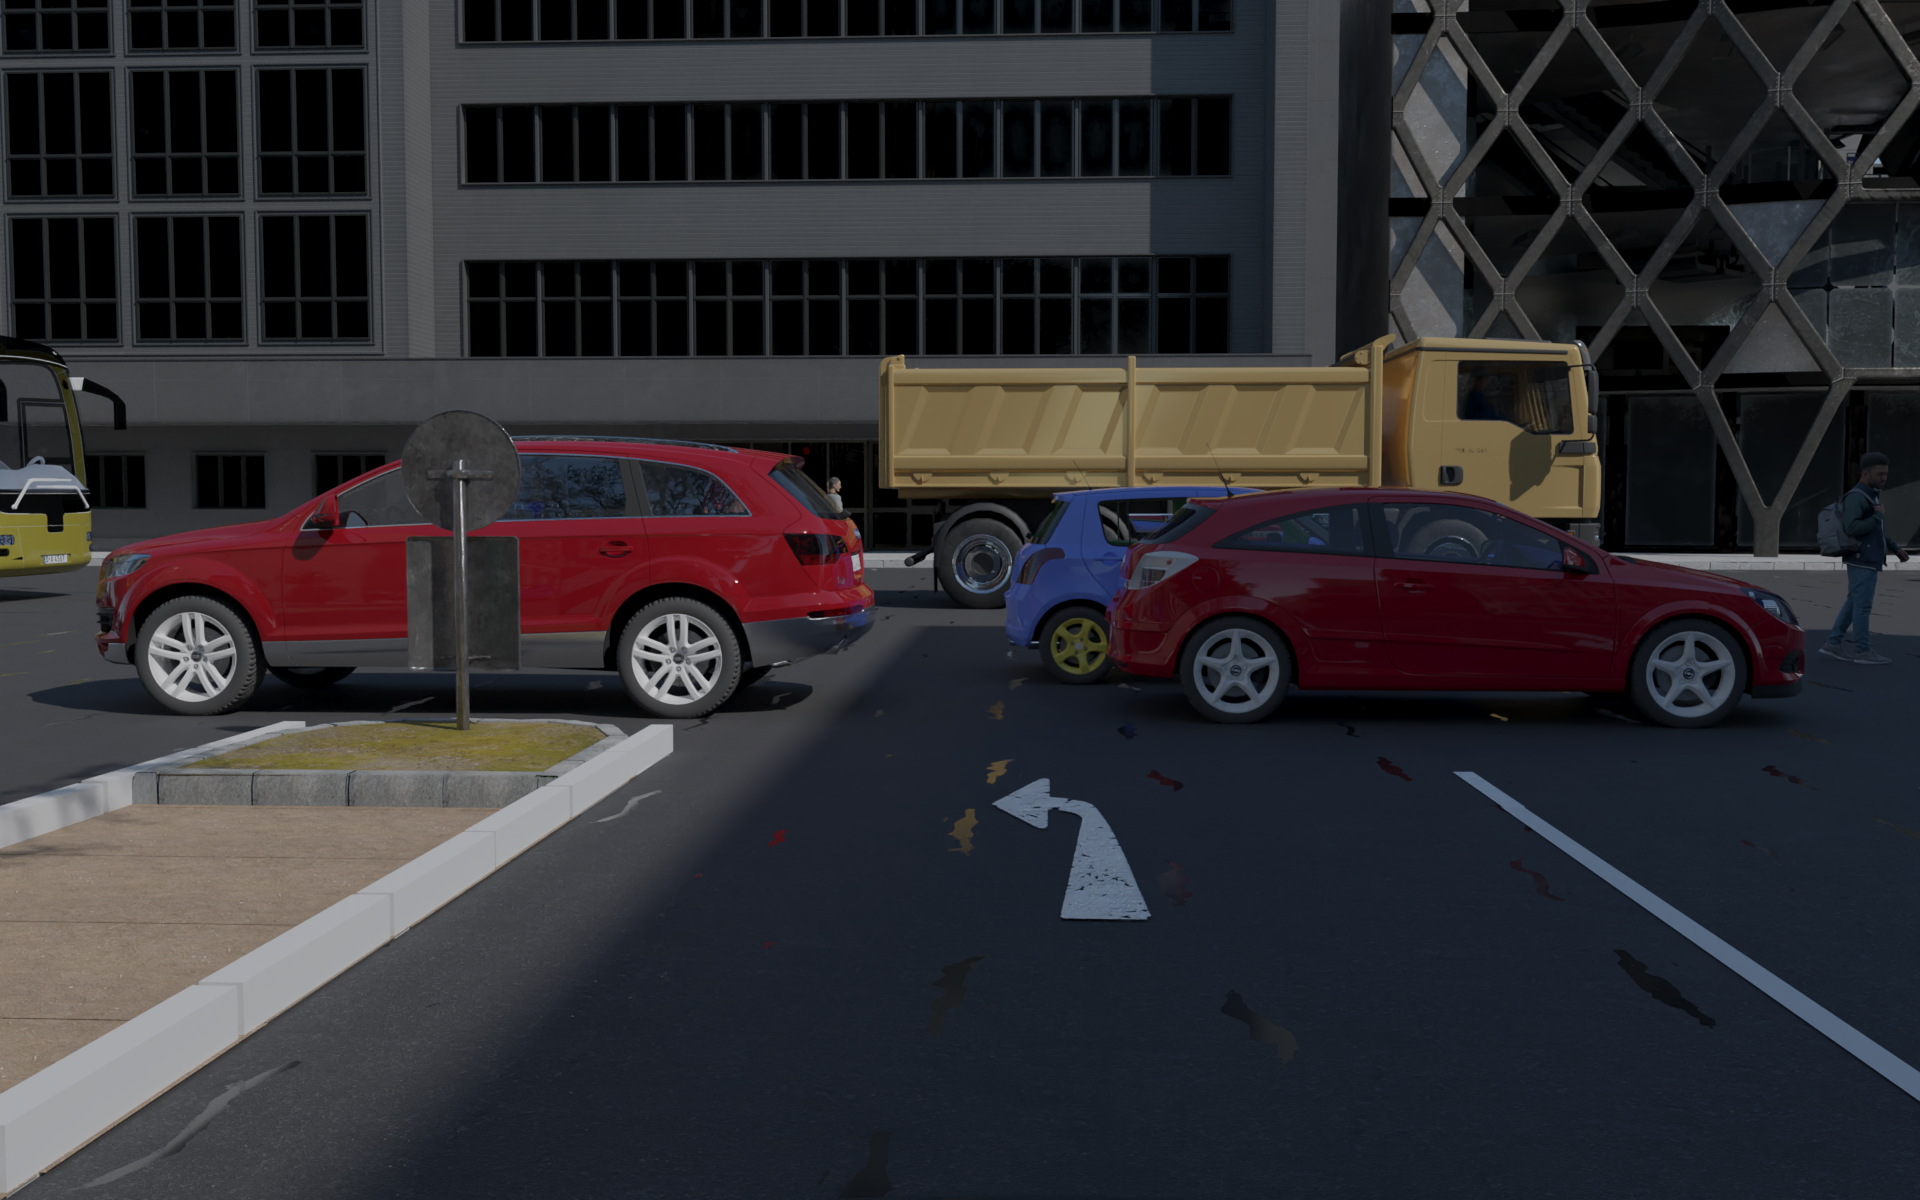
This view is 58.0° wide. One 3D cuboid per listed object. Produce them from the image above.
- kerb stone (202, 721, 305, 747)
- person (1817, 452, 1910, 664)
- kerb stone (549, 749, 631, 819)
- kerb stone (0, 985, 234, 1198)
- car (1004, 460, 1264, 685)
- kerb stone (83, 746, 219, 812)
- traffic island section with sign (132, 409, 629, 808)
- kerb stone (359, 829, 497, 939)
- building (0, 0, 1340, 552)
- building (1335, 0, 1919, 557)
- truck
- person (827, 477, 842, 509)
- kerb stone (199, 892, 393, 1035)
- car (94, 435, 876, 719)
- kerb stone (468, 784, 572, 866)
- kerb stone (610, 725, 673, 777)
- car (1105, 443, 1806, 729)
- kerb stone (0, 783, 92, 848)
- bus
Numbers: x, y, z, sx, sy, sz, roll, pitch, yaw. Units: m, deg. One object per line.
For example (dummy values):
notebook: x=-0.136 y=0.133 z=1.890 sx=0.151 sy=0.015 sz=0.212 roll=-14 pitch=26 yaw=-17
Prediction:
kerb stone: x=-3.781 y=0.790 z=9.278 sx=0.120 sy=0.150 sz=1.000 roll=0 pitch=4 yaw=3
person: x=7.646 y=-0.355 z=14.658 sx=0.721 sy=1.781 sz=0.623 roll=2 pitch=4 yaw=24
kerb stone: x=-1.737 y=0.860 z=8.129 sx=0.120 sy=0.150 sz=1.000 roll=0 pitch=4 yaw=3
kerb stone: x=-1.973 y=1.111 z=4.024 sx=0.120 sy=0.150 sz=1.000 roll=0 pitch=4 yaw=3
car: x=2.195 y=-0.253 z=13.723 sx=3.694 sy=1.707 sz=1.945 roll=0 pitch=4 yaw=1
kerb stone: x=-3.841 y=0.853 z=8.244 sx=0.120 sy=0.150 sz=1.000 roll=0 pitch=4 yaw=3
traffic island section with sign: x=-2.747 y=-0.042 z=8.822 sx=2.006 sy=1.907 sz=1.989 roll=0 pitch=4 yaw=3
kerb stone: x=-1.854 y=0.986 z=6.076 sx=0.120 sy=0.150 sz=1.000 roll=0 pitch=4 yaw=3
building: x=-6.662 y=-13.660 z=42.405 sx=30.058 sy=24.678 sz=14.314 roll=0 pitch=4 yaw=3
building: x=17.876 y=-10.705 z=42.482 sx=16.811 sy=18.784 sz=16.820 roll=0 pitch=4 yaw=3
truck: x=3.939 y=-1.620 z=22.404 sx=9.791 sy=3.379 sz=3.469 roll=0 pitch=4 yaw=3
person: x=-2.259 y=-1.333 z=31.042 sx=0.466 sy=1.731 sz=0.760 roll=1 pitch=4 yaw=11
kerb stone: x=-1.914 y=1.049 z=5.052 sx=0.120 sy=0.150 sz=1.000 roll=0 pitch=4 yaw=3
car: x=-3.247 y=-0.204 z=12.011 sx=5.304 sy=1.827 sz=2.281 roll=0 pitch=4 yaw=3
kerb stone: x=-1.800 y=0.923 z=7.100 sx=0.120 sy=0.150 sz=1.000 roll=0 pitch=4 yaw=3
kerb stone: x=-1.687 y=0.800 z=9.155 sx=0.120 sy=0.150 sz=1.000 roll=0 pitch=4 yaw=3
car: x=3.217 y=-0.149 z=11.475 sx=4.494 sy=1.783 sz=2.155 roll=0 pitch=4 yaw=4
kerb stone: x=-3.899 y=0.922 z=7.210 sx=0.120 sy=0.150 sz=1.000 roll=0 pitch=4 yaw=3
bus: x=-18.034 y=-1.962 z=23.632 sx=12.252 sy=3.916 sz=2.896 roll=0 pitch=4 yaw=4
